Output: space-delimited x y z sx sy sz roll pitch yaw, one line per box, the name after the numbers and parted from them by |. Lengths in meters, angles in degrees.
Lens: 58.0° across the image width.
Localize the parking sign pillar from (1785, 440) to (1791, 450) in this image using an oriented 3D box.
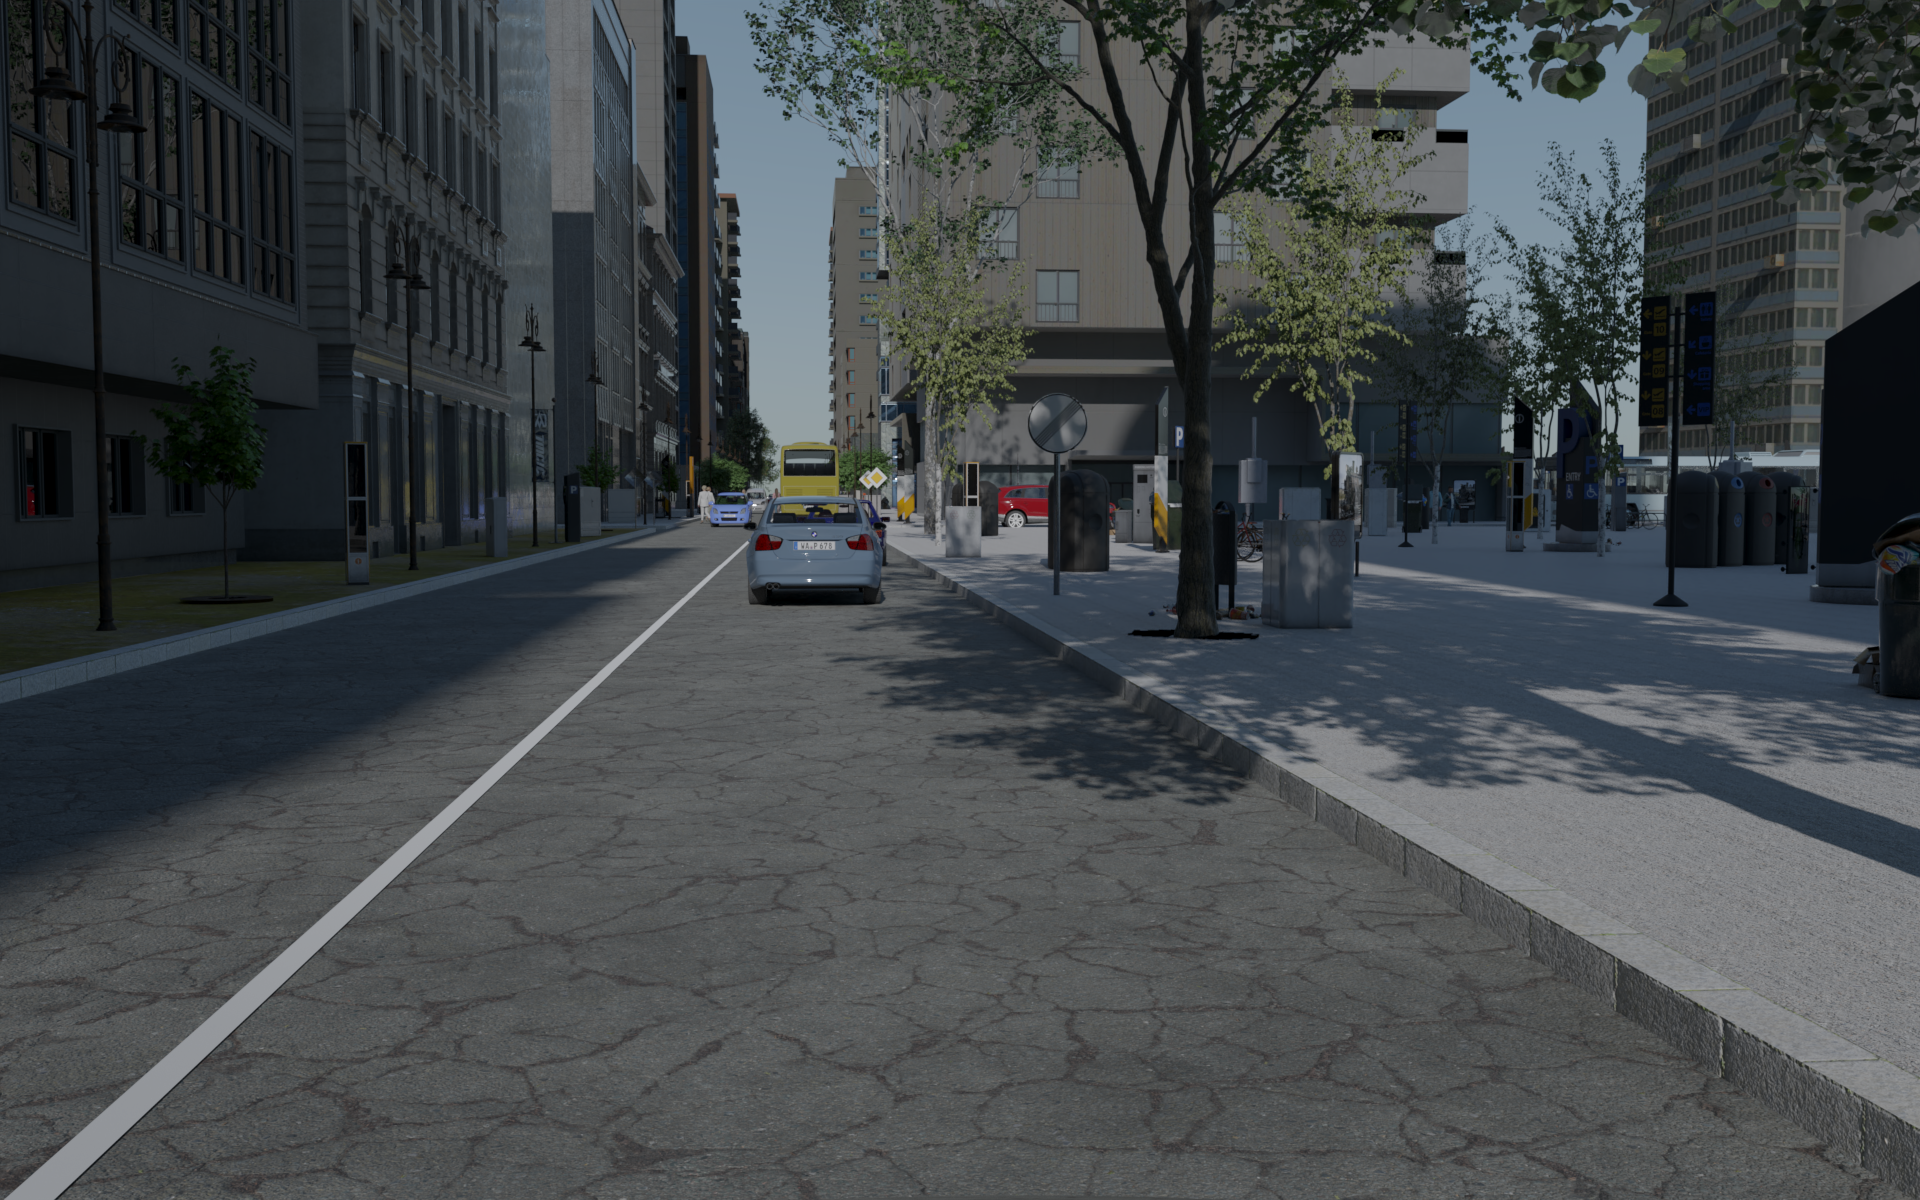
41.718 -6.022 86.934 1.447 3.967 1.447 3 4 38 | parking sign pillar

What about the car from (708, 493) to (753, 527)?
-10.012 -4.051 75.832 1.945 1.707 3.694 0 4 -5 | car

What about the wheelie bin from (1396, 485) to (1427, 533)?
14.966 -3.028 57.419 0.980 1.594 0.693 1 4 15 | wheelie bin

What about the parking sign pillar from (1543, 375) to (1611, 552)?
13.848 -3.076 38.765 1.447 3.967 1.447 0 4 -6 | parking sign pillar

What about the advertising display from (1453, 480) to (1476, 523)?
22.301 -4.367 76.615 0.974 1.923 0.123 1 4 12 | advertising display

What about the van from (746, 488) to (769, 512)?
-14.891 -7.298 126.326 2.013 2.044 4.112 0 4 -4 | van

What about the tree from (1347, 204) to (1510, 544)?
12.245 -5.772 44.733 4.360 8.622 3.978 0 3 0 | tree

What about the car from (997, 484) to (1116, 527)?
3.595 -3.679 68.816 5.304 1.827 2.281 0 4 -5 | car

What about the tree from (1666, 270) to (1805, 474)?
24.839 -6.495 56.553 4.360 8.622 3.978 0 3 0 | tree

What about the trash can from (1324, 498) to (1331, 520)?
12.780 -2.893 58.950 0.748 1.137 0.748 0 3 0 | trash can

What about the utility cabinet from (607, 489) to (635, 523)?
-15.014 -4.163 76.743 1.173 1.500 0.318 -1 4 -18 | utility cabinet

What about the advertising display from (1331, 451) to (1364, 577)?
5.924 -1.303 26.511 0.123 1.923 0.974 2 4 35 | advertising display

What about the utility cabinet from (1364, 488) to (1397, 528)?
15.967 -3.491 65.749 1.173 1.500 0.318 2 4 35 | utility cabinet

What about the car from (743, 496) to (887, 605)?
-1.991 -0.721 23.786 2.014 1.417 4.499 0 4 -5 | car

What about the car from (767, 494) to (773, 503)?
-25.512 -13.958 237.250 2.155 1.783 4.494 0 4 -7 | car

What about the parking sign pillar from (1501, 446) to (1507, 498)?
31.436 -6.898 101.261 1.447 3.967 1.447 2 4 26 | parking sign pillar

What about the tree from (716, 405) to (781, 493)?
-27.453 -18.686 222.530 9.611 12.733 9.660 0 3 0 | tree

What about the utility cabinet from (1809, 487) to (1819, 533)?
27.899 -2.944 56.812 1.173 1.500 0.318 2 4 29 | utility cabinet

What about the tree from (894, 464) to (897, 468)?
-7.739 -8.912 129.419 4.285 4.588 4.351 0 3 0 | tree

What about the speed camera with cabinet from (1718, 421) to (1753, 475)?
21.376 -3.182 46.365 0.660 3.252 2.038 -2 4 -32 | speed camera with cabinet

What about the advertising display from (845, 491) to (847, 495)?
-9.461 -8.089 137.467 0.974 1.923 0.123 -2 4 -27 | advertising display

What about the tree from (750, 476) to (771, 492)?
-34.803 -21.709 305.298 4.360 8.622 3.978 0 3 0 | tree

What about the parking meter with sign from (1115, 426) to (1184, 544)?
4.872 -2.974 44.889 1.738 3.016 0.543 2 4 30 | parking meter with sign

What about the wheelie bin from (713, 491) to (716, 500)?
-18.452 -7.359 128.229 0.693 1.594 0.980 2 4 25 | wheelie bin

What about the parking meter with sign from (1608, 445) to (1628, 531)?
22.870 -3.908 60.159 0.543 3.016 1.738 1 4 12 | parking meter with sign

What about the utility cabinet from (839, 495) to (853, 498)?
-8.096 -6.823 122.720 1.020 1.237 0.306 1 4 14 | utility cabinet

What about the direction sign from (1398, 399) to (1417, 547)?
10.793 -3.047 41.814 0.379 3.537 0.876 3 5 42 | direction sign

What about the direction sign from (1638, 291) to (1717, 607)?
8.143 -1.697 19.739 0.379 3.537 0.876 -3 5 -40 | direction sign

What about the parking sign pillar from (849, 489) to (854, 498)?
-8.817 -9.358 141.469 1.447 3.967 1.447 0 4 -5 | parking sign pillar

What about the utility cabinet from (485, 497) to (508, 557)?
-9.555 -1.498 35.661 0.306 1.237 1.020 -2 4 -24 | utility cabinet

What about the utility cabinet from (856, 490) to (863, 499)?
-6.019 -5.840 104.162 0.318 1.500 1.173 0 4 3 | utility cabinet

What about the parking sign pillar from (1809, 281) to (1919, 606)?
10.874 -1.954 20.419 1.447 3.967 1.447 1 4 22 | parking sign pillar

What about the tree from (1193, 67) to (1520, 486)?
6.151 -4.820 29.178 4.737 8.622 4.395 0 3 0 | tree

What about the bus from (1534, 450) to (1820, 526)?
29.731 -4.709 71.858 13.247 3.499 2.948 0 4 -6 | bus

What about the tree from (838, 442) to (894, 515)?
-7.008 -7.943 113.587 4.285 4.588 4.351 0 3 0 | tree

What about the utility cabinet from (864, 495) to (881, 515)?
-5.380 -5.816 106.256 1.020 1.237 0.306 -2 4 -26 | utility cabinet

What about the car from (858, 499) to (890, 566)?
-2.402 -1.417 35.747 1.945 1.354 3.894 0 4 -4 | car

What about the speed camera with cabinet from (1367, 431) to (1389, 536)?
12.960 -3.631 53.696 0.660 3.252 2.038 1 4 13 | speed camera with cabinet

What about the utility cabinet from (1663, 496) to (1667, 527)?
28.100 -3.464 67.795 1.020 1.237 0.306 1 4 18 | utility cabinet

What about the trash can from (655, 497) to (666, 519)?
-15.734 -4.834 90.693 0.748 1.137 0.748 0 3 0 | trash can

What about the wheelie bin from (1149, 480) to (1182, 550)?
4.761 -1.956 39.882 0.980 1.594 0.693 -2 4 -34 | wheelie bin

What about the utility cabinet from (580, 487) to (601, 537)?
-11.216 -2.653 52.058 0.318 1.500 1.173 1 4 18 | utility cabinet

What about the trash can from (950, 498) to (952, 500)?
-0.009 -3.278 65.248 0.748 1.137 0.748 0 3 0 | trash can

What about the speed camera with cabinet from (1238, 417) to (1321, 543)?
8.261 -3.086 44.786 2.038 3.252 0.660 0 4 2 | speed camera with cabinet

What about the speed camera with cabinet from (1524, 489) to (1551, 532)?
19.940 -3.922 58.454 2.038 3.252 0.660 0 4 5 | speed camera with cabinet

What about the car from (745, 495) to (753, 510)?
-13.991 -5.920 108.801 2.014 1.417 4.499 0 4 -5 | car

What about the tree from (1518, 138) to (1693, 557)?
12.890 -5.187 35.167 4.737 8.622 4.395 0 3 0 | tree
